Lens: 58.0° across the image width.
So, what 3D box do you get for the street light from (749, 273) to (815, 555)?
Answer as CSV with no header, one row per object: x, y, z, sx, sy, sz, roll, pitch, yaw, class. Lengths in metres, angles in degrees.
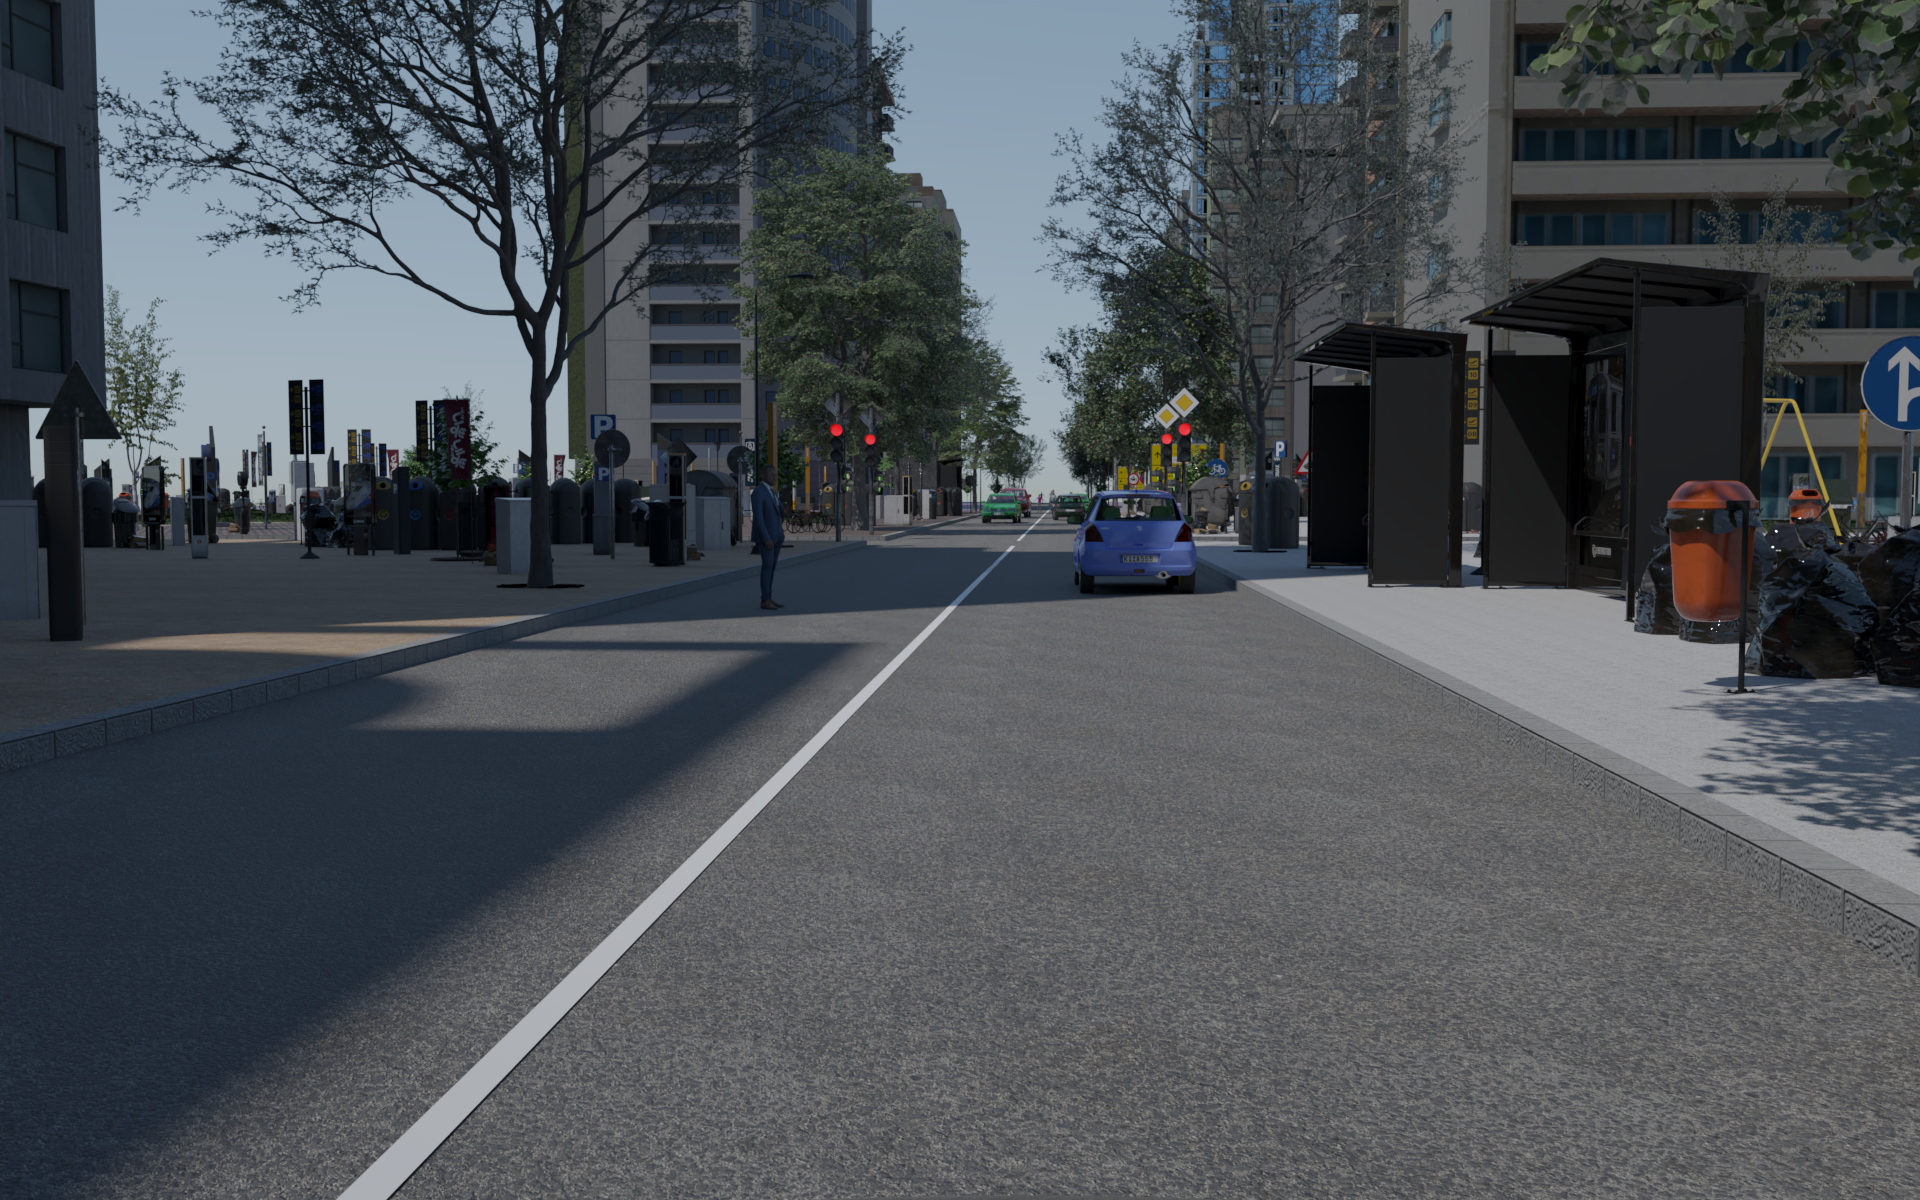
-3.752,-3.915,36.552,1.470,5.913,1.316,0,4,3,street light

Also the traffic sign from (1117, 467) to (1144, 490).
12.789,-8.212,128.138,2.265,3.308,0.079,0,4,6,traffic sign

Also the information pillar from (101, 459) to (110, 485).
-56.844,-7.575,115.202,0.504,3.616,0.183,-3,5,-43,information pillar

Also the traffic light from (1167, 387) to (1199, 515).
5.900,-3.480,45.821,0.839,4.253,0.868,0,4,3,traffic light

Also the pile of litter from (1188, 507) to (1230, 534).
7.879,-2.572,56.017,1.719,0.858,1.176,1,4,15,pile of litter

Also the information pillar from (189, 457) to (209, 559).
-15.155,-1.835,34.487,0.304,2.012,0.304,-1,4,-21,information pillar

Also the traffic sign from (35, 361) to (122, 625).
-8.601,-1.034,16.904,0.884,2.594,0.081,0,4,5,traffic sign

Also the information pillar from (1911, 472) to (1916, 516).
31.324,-3.220,57.135,0.304,2.012,0.304,2,4,25,information pillar

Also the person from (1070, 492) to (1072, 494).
16.065,-14.801,251.169,0.621,1.740,0.551,-2,4,-34,person

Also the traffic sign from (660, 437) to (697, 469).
-5.723,-2.081,35.216,0.795,2.450,0.064,1,4,9,traffic sign

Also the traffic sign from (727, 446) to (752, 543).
-5.761,-2.774,45.465,0.768,2.556,0.104,1,4,9,traffic sign

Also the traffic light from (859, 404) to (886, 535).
-2.762,-4.000,54.328,0.839,4.253,0.868,0,4,3,traffic light

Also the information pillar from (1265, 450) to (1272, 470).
16.402,-6.173,92.282,0.504,3.616,0.183,-2,4,-24,information pillar

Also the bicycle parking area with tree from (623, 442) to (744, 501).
-16.051,-6.653,95.783,8.231,4.147,9.016,1,4,10,bicycle parking area with tree

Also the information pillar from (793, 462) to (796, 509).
-9.954,-6.900,104.172,0.183,3.616,0.504,1,4,10,information pillar

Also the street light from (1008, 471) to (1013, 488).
4.057,-11.715,164.087,1.470,5.913,1.316,0,4,3,street light

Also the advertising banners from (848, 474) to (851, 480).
-8.068,-7.203,113.963,2.074,3.025,0.090,1,4,20,advertising banners

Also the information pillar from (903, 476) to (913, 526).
-2.134,-4.048,70.683,0.304,2.012,0.304,2,4,27,information pillar

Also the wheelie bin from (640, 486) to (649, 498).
-12.557,-3.734,68.959,0.980,1.594,0.693,-1,4,-16,wheelie bin

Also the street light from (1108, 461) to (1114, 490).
8.806,-7.547,95.935,1.470,5.913,1.316,0,4,3,street light

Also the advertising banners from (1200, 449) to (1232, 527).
10.022,-4.384,67.872,0.090,3.025,2.074,3,5,44,advertising banners

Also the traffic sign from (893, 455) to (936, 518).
-2.384,-5.948,91.129,2.265,3.308,0.079,0,4,5,traffic sign

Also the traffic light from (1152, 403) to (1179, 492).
6.384,-3.968,53.791,0.839,4.253,0.868,0,4,3,traffic light

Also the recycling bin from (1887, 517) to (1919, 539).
10.833,-0.408,19.221,0.722,1.027,0.722,-1,4,-16,recycling bin

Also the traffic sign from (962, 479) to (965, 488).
0.066,-7.244,120.560,0.606,2.300,0.079,0,4,4,traffic sign

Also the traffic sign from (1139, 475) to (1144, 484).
10.435,-5.930,97.055,0.768,2.556,0.104,0,4,5,traffic sign

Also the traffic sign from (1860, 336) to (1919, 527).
7.672,-0.852,14.040,0.768,2.556,0.104,1,4,10,traffic sign

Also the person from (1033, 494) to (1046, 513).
6.135,-7.483,134.072,0.991,1.433,0.599,1,4,10,person

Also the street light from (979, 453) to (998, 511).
2.112,-9.715,131.381,1.470,5.913,1.316,0,4,3,street light

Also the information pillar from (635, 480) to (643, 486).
-16.692,-5.235,90.092,0.304,2.012,0.304,-3,5,-41,information pillar

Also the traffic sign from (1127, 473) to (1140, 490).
10.337,-6.312,103.301,0.768,2.556,0.104,1,4,9,traffic sign

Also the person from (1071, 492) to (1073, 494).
16.936,-15.495,262.624,1.217,1.735,0.721,-2,4,-24,person

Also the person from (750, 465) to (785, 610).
-2.420,-0.801,21.785,0.419,1.800,0.721,1,4,9,person

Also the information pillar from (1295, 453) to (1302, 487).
19.311,-6.579,98.919,0.504,3.616,0.183,-3,5,-41,information pillar

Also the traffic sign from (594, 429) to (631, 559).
-6.831,-2.072,33.987,0.768,2.556,0.104,1,4,13,traffic sign

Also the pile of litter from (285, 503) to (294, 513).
-32.193,-4.197,82.583,1.176,0.858,1.719,1,4,21,pile of litter

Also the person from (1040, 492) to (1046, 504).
11.779,-14.755,250.463,1.217,1.735,0.721,0,4,7,person

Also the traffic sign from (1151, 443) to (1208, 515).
8.829,-4.646,69.838,2.265,3.308,0.079,1,4,8,traffic sign

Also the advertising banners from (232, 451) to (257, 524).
-28.846,-4.511,69.948,0.090,3.025,2.074,0,4,5,advertising banners

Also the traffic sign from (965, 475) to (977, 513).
0.720,-7.052,115.405,0.768,2.556,0.104,0,4,6,traffic sign

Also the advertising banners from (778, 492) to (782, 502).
-4.968,-3.081,46.561,0.090,3.025,2.074,-1,4,-13,advertising banners

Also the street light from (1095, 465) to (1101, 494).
11.450,-10.221,139.651,1.470,5.913,1.316,0,4,3,street light

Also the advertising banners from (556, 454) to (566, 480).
-18.398,-4.899,76.282,2.074,3.025,0.090,-1,4,-17,advertising banners

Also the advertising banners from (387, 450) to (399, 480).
-21.322,-4.352,67.340,2.074,3.025,0.090,1,4,12,advertising banners

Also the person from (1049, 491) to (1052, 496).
12.423,-13.861,234.993,0.709,1.838,0.599,-2,4,-31,person

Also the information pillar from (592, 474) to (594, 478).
-13.170,-3.580,63.020,0.304,2.012,0.304,1,4,21,information pillar

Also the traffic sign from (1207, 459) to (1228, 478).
9.256,-3.811,62.418,0.768,2.556,0.104,1,4,12,traffic sign

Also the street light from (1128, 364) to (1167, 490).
6.832,-5.479,62.126,1.470,5.913,1.316,0,4,3,street light

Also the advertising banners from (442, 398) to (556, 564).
-8.418,-2.162,31.539,2.074,3.025,0.090,1,4,9,advertising banners

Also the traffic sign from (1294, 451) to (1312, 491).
9.382,-2.837,46.382,0.884,2.594,0.081,0,4,5,traffic sign

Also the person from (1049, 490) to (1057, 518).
5.600,-5.789,104.158,0.512,1.701,0.522,1,4,18,person

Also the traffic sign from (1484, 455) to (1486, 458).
8.230,-1.573,25.719,0.884,2.594,0.081,1,4,13,traffic sign

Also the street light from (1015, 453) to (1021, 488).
6.016,-13.711,196.710,1.470,5.913,1.316,0,4,3,street light

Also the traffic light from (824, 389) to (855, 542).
-3.245,-3.513,46.358,0.839,4.253,0.868,0,4,3,traffic light

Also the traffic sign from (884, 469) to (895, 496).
-3.470,-5.318,87.059,0.768,2.556,0.104,0,4,8,traffic sign

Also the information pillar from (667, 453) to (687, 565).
-5.125,-1.644,31.378,0.304,2.012,0.304,0,4,-1,information pillar
